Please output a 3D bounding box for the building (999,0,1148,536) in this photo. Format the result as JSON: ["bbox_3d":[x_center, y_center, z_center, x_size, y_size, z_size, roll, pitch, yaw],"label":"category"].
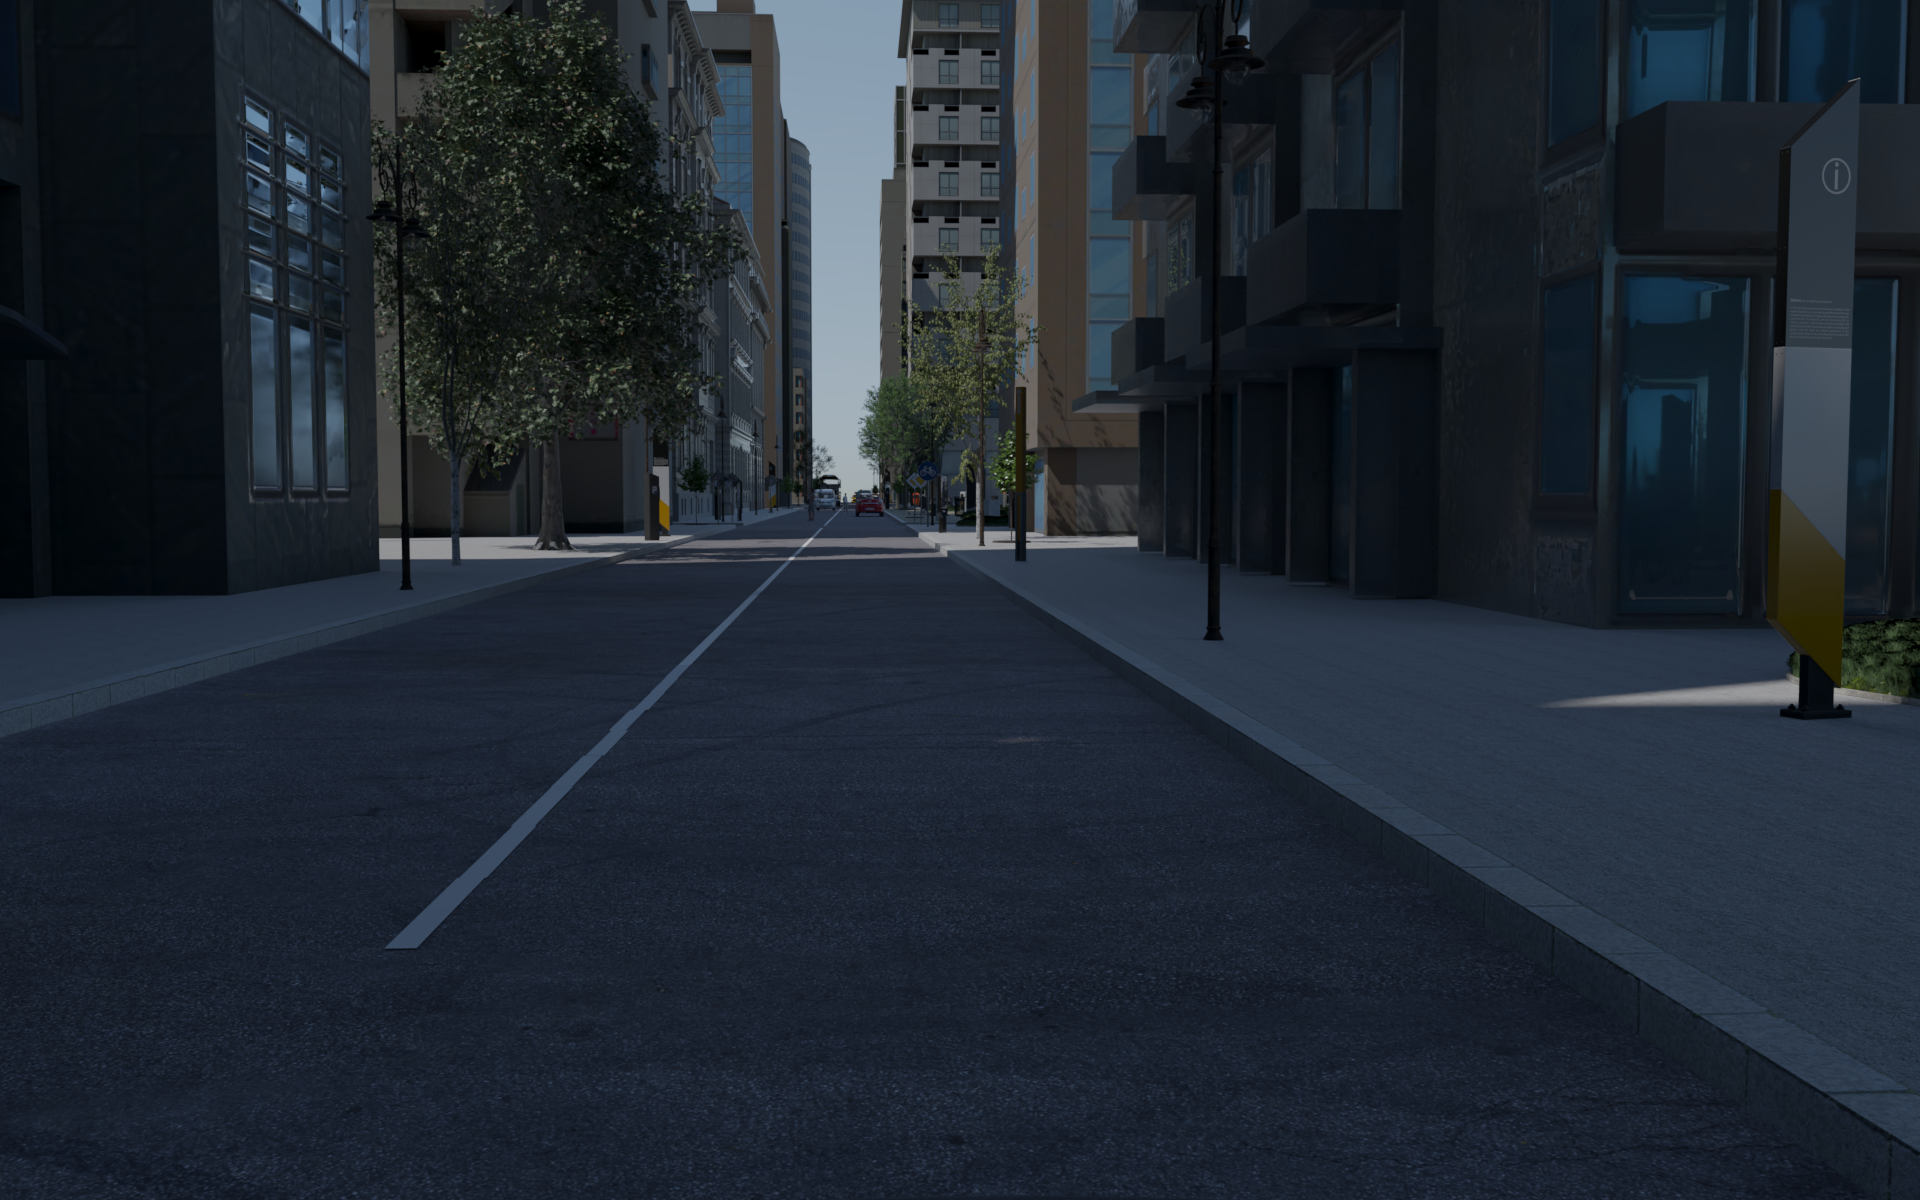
[{"bbox_3d":[8.794,-24.972,58.404,14.600,45.320,14.200,0,4,-3],"label":"building"}]

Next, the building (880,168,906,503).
[{"bbox_3d":[-0.904,-38.495,253.091,21.300,48.544,21.600,0,4,-3],"label":"building"}]

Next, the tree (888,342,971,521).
[{"bbox_3d":[-1.200,-8.124,83.191,4.360,8.622,3.978,0,3,0],"label":"tree"}]

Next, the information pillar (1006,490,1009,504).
[{"bbox_3d":[4.017,-8.567,144.561,0.304,2.012,0.304,1,4,18],"label":"information pillar"}]

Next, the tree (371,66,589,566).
[{"bbox_3d":[-8.820,-4.927,30.923,4.360,8.622,3.978,0,3,0],"label":"tree"}]

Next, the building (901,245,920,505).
[{"bbox_3d":[0.136,-26.329,202.181,14.160,30.474,14.107,0,4,-3],"label":"building"}]

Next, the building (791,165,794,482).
[{"bbox_3d":[-26.766,-33.760,202.094,14.600,45.320,14.200,0,4,-3],"label":"building"}]

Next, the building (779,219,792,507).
[{"bbox_3d":[-24.308,-24.626,174.342,14.160,30.474,14.107,0,4,-3],"label":"building"}]

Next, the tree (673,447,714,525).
[{"bbox_3d":[-10.992,-4.742,72.140,1.663,3.219,1.824,0,3,0],"label":"tree"}]

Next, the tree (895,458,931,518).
[{"bbox_3d":[-2.396,-6.027,93.136,1.663,3.219,1.824,0,3,0],"label":"tree"}]

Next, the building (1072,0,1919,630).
[{"bbox_3d":[14.765,-24.998,28.321,23.786,49.044,30.456,0,4,-3],"label":"building"}]

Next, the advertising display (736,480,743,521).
[{"bbox_3d":[-10.509,-4.728,82.518,0.123,1.923,0.974,-1,4,-17],"label":"advertising display"}]

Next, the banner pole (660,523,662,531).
[{"bbox_3d":[-10.206,-4.255,59.583,0.401,3.779,0.863,-3,4,-37],"label":"banner pole"}]

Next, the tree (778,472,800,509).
[{"bbox_3d":[-15.347,-9.678,152.828,1.663,3.219,1.824,0,3,0],"label":"tree"}]

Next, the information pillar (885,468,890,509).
[{"bbox_3d":[-6.424,-9.918,153.518,0.504,3.616,0.183,-1,4,-10],"label":"information pillar"}]

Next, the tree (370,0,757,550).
[{"bbox_3d":[-9.465,-7.502,39.671,9.611,12.733,9.660,0,3,0],"label":"tree"}]

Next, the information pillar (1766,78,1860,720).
[{"bbox_3d":[4.842,-1.130,9.825,0.504,3.616,0.183,-1,4,-18],"label":"information pillar"}]

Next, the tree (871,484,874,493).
[{"bbox_3d":[-14.936,-18.990,305.089,1.663,3.219,1.824,0,3,0],"label":"tree"}]

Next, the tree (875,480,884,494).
[{"bbox_3d":[-8.343,-12.624,201.001,1.663,3.219,1.824,0,3,0],"label":"tree"}]

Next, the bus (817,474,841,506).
[{"bbox_3d":[-16.534,-13.988,220.252,2.896,3.916,12.252,0,4,-2],"label":"bus"}]

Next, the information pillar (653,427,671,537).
[{"bbox_3d":[-9.013,-3.728,52.305,0.504,3.616,0.183,-1,4,-10],"label":"information pillar"}]

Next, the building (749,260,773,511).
[{"bbox_3d":[-21.844,-17.957,135.400,13.314,21.916,24.055,0,4,-3],"label":"building"}]

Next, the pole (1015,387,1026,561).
[{"bbox_3d":[1.159,-2.394,32.991,0.158,3.312,0.155,0,3,0],"label":"pole"}]

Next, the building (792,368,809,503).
[{"bbox_3d":[-36.305,-24.883,251.872,27.650,21.520,28.899,0,4,-3],"label":"building"}]

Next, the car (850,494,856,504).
[{"bbox_3d":[-15.339,-15.159,258.078,2.015,1.641,3.980,0,4,-4],"label":"car"}]

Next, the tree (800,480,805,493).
[{"bbox_3d":[-17.547,-11.675,185.480,1.663,3.219,1.824,0,3,0],"label":"tree"}]

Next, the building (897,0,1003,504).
[{"bbox_3d":[8.170,-36.204,181.182,28.713,52.752,27.495,0,4,-3],"label":"building"}]

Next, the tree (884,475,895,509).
[{"bbox_3d":[-5.179,-9.510,150.083,1.663,3.219,1.824,0,3,0],"label":"tree"}]

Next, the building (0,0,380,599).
[{"bbox_3d":[-17.882,-42.664,10.225,22.319,86.520,31.000,0,4,-3],"label":"building"}]

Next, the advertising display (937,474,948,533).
[{"bbox_3d":[-0.575,-3.181,57.224,0.123,1.923,0.974,1,4,13],"label":"advertising display"}]

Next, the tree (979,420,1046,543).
[{"bbox_3d":[1.382,-3.115,45.525,1.663,3.219,1.824,0,3,0],"label":"tree"}]

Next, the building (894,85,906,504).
[{"bbox_3d":[-3.303,-52.876,302.778,20.563,71.187,20.611,0,4,-3],"label":"building"}]

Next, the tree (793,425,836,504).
[{"bbox_3d":[-20.709,-18.150,231.170,8.767,10.594,7.601,-1,4,-11],"label":"tree"}]

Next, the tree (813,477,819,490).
[{"bbox_3d":[-25.688,-20.061,311.710,4.285,4.588,4.351,0,3,0],"label":"tree"}]

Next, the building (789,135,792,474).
[{"bbox_3d":[-26.210,-32.894,187.928,14.600,45.320,14.200,0,4,-3],"label":"building"}]

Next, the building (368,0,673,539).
[{"bbox_3d":[-21.653,-26.589,58.440,21.600,48.544,21.300,0,4,-3],"label":"building"}]

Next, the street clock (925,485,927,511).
[{"bbox_3d":[-2.597,-7.642,129.523,0.358,2.002,0.471,-1,4,-16],"label":"street clock"}]

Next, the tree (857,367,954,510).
[{"bbox_3d":[-4.282,-13.111,140.124,9.928,11.665,9.643,0,3,0],"label":"tree"}]

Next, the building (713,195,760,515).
[{"bbox_3d":[-19.387,-16.928,112.924,11.583,22.565,21.152,0,4,-3],"label":"building"}]

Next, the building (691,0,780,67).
[{"bbox_3d":[-23.707,-31.172,159.772,14.600,45.320,14.200,0,4,-3],"label":"building"}]

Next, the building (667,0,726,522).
[{"bbox_3d":[-19.862,-18.502,89.896,14.401,28.519,23.554,0,4,-3],"label":"building"}]

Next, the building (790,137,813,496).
[{"bbox_3d":[-34.759,-45.100,279.388,21.231,58.520,28.212,0,4,-3],"label":"building"}]

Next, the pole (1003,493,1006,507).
[{"bbox_3d":[3.033,-7.593,117.986,0.158,3.312,0.155,0,3,0],"label":"pole"}]

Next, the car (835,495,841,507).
[{"bbox_3d":[-14.598,-11.378,198.606,1.945,1.354,3.894,0,4,-4],"label":"car"}]

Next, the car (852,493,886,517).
[{"bbox_3d":[-5.799,-6.225,110.812,2.155,1.783,4.494,0,4,-4],"label":"car"}]

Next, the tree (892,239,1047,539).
[{"bbox_3d":[0.298,-6.060,49.439,4.737,8.622,4.395,0,3,0],"label":"tree"}]
